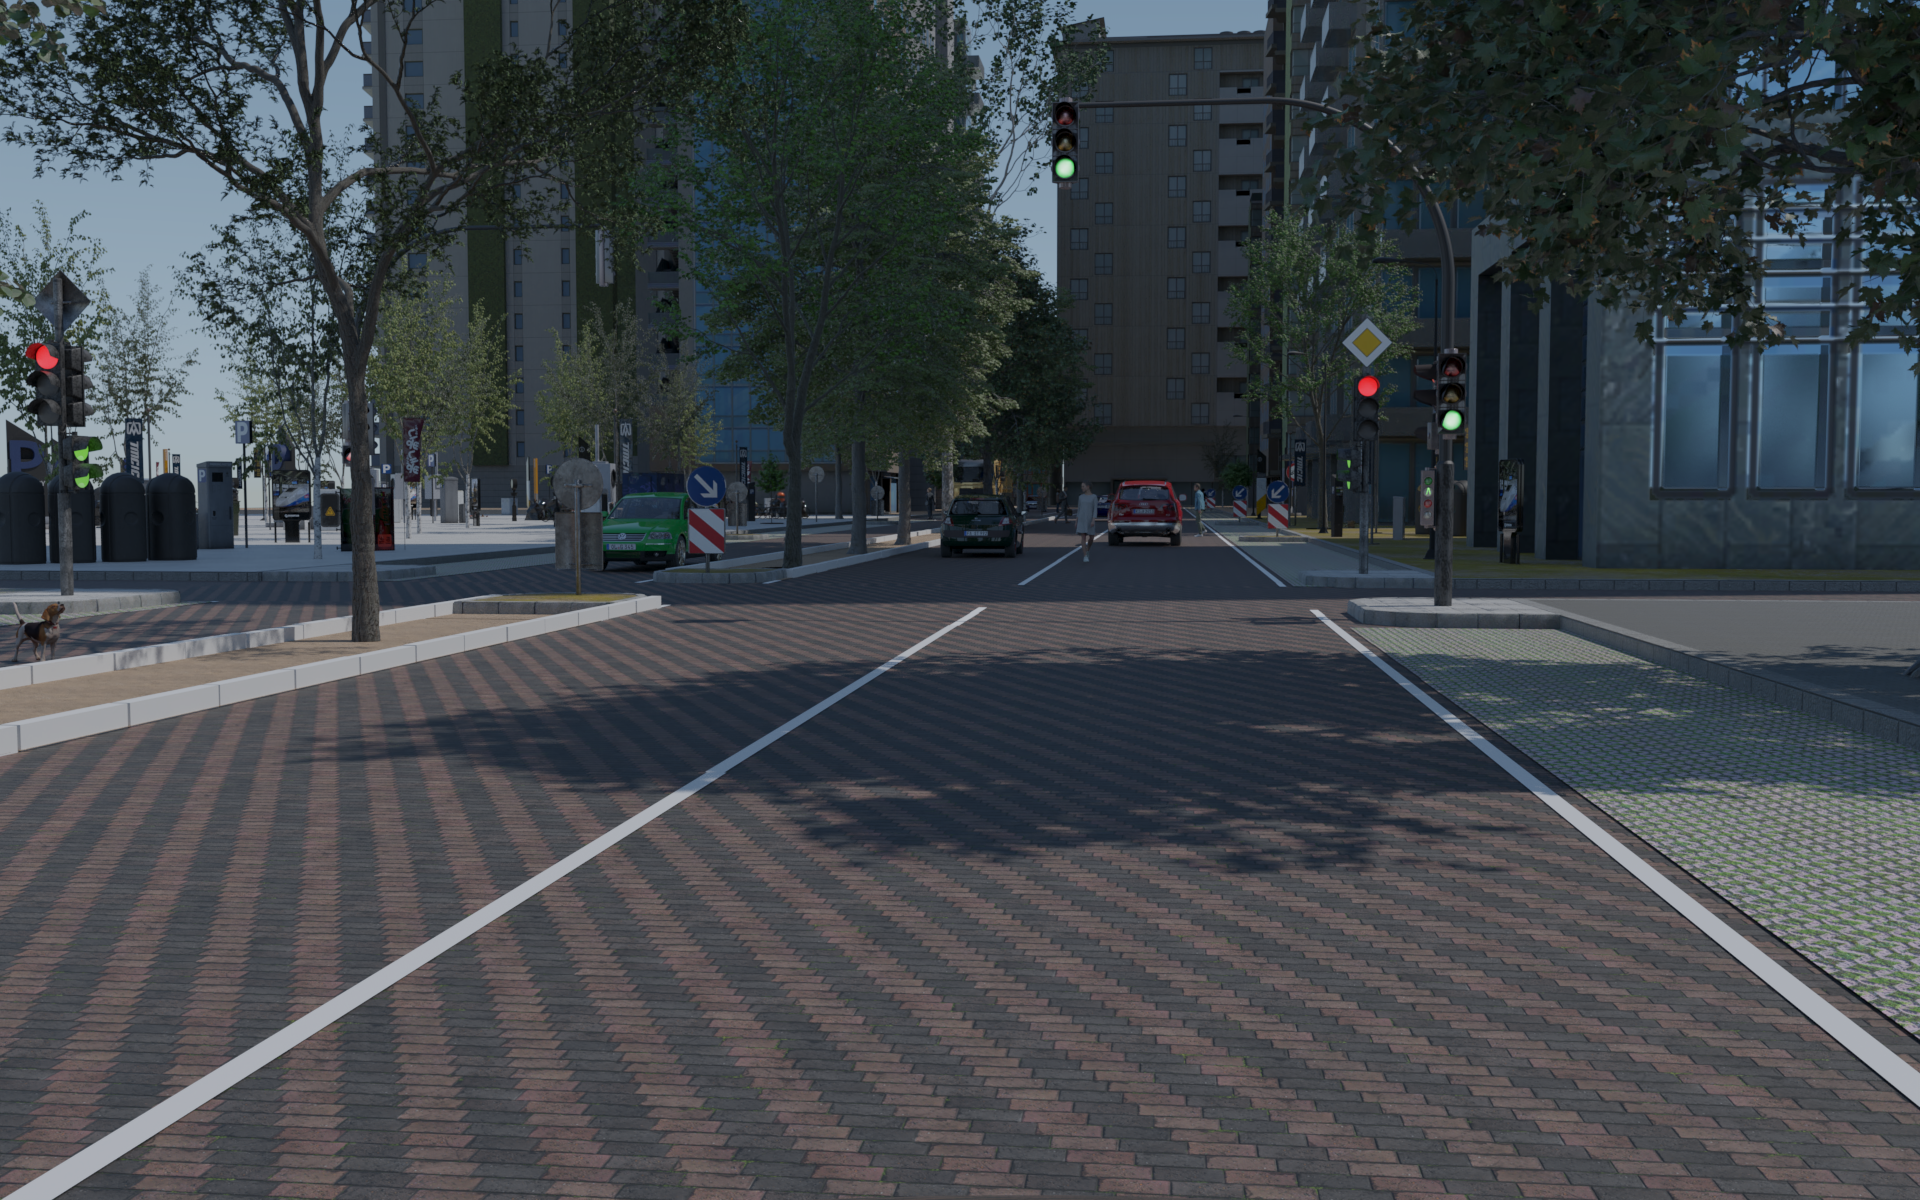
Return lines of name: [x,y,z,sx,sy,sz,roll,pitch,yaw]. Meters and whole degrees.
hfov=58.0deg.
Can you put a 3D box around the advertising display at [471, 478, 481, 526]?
advertising display: [-19.334,-3.913,69.198,0.123,1.923,0.974,-2,4,-30]

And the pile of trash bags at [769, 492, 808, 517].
pile of trash bags: [-9.704,-5.316,96.666,1.912,1.369,3.447,-1,4,-20]

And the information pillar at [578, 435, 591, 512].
information pillar: [-14.978,-4.755,69.094,0.504,3.616,0.183,0,4,-6]

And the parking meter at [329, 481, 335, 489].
parking meter: [-28.041,-4.383,77.380,0.255,1.863,0.399,-1,4,-17]

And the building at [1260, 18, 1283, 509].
building: [34.005,-30.750,152.872,14.600,45.320,14.200,0,4,7]

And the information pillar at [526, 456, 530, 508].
information pillar: [-26.836,-7.114,107.669,0.183,3.616,0.504,-2,4,-28]

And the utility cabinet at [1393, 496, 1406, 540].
utility cabinet: [12.452,-2.319,49.083,0.306,1.237,1.020,1,4,17]

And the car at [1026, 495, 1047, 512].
car: [6.024,-7.744,139.198,1.945,1.354,3.894,0,4,7]

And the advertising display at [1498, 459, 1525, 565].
advertising display: [10.143,-1.633,31.908,0.123,1.923,0.974,0,4,-3]

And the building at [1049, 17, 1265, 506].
building: [24.954,-37.357,200.025,27.495,52.752,28.713,0,4,7]

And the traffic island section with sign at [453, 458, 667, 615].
traffic island section with sign: [-4.922,-0.811,21.395,2.006,1.907,1.989,0,4,7]

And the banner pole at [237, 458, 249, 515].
banner pole: [-43.961,-7.094,105.995,0.401,3.779,0.863,1,4,19]

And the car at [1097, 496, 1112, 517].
car: [7.592,-4.892,92.558,1.945,1.354,3.894,0,4,8]

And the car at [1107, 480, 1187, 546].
car: [5.325,-2.499,49.525,2.281,1.827,5.304,0,4,8]

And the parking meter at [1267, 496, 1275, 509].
parking meter: [15.156,-4.644,84.332,0.372,1.533,0.369,0,3,0]

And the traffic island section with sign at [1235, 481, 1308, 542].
traffic island section with sign: [9.433,-2.669,52.264,1.989,1.847,2.006,0,4,7]

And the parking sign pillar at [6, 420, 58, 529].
parking sign pillar: [-33.852,-4.554,62.931,1.447,3.967,1.447,-3,4,-37]

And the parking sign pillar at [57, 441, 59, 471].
parking sign pillar: [-42.812,-5.788,83.111,1.447,3.967,1.447,-3,5,-42]

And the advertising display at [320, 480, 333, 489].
advertising display: [-30.140,-4.706,82.160,0.974,1.923,0.123,0,4,-6]

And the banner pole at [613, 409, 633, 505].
banner pole: [-9.921,-3.719,50.829,0.863,3.779,0.401,2,4,27]

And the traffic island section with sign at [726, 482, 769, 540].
traffic island section with sign: [-7.095,-2.808,54.543,1.989,1.847,2.006,0,4,7]

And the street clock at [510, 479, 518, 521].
street clock: [-20.999,-4.709,81.564,0.358,2.002,0.471,-2,4,-29]

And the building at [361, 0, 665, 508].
building: [-42.971,-38.552,172.330,28.212,58.520,21.231,0,4,7]

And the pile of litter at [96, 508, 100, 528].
pile of litter: [-32.042,-3.150,65.471,1.176,0.858,1.719,-1,4,-22]

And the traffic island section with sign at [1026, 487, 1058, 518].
traffic island section with sign: [4.845,-5.824,103.363,2.006,1.907,1.989,0,4,7]

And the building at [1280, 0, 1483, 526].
building: [27.607,-28.155,79.935,23.786,49.044,30.456,0,4,7]

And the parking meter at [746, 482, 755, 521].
parking meter: [-9.839,-4.629,81.388,0.399,1.863,0.255,-2,4,-28]

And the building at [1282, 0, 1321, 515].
building: [27.485,-26.040,109.343,14.154,41.232,14.086,0,4,7]

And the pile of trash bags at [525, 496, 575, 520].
pile of trash bags: [-19.841,-4.629,85.435,1.912,1.369,3.447,1,4,21]

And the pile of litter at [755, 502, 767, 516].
pile of litter: [-12.067,-5.343,101.316,1.719,0.858,1.176,1,4,9]

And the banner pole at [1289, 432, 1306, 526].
banner pole: [13.470,-4.859,69.469,0.863,3.779,0.401,0,4,3]

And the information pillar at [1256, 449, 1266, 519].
information pillar: [15.442,-5.961,88.814,0.504,3.616,0.183,0,4,6]

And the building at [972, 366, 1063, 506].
building: [-3.049,-21.972,204.273,28.899,21.520,27.650,0,4,7]

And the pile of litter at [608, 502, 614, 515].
pile of litter: [-19.221,-4.978,95.354,1.719,0.858,1.176,-1,4,-14]

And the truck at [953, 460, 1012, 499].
truck: [1.242,-6.331,99.432,3.469,3.379,9.791,0,4,8]

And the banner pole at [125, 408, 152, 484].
banner pole: [-23.782,-3.687,50.307,0.863,3.779,0.401,-2,4,-30]

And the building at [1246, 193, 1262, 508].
building: [34.782,-24.205,167.460,14.160,30.474,14.107,0,4,7]

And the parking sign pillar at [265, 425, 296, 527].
parking sign pillar: [-26.184,-4.808,67.089,1.447,3.967,1.447,-3,5,-43]

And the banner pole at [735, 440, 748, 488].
banner pole: [-10.202,-5.541,80.604,0.863,3.779,0.401,-3,5,-44]

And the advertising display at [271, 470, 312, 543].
advertising display: [-17.614,-2.474,45.659,0.974,1.923,0.123,-1,4,-9]

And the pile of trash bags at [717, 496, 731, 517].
pile of trash bags: [-13.470,-5.304,96.480,1.912,1.369,3.447,0,4,-1]

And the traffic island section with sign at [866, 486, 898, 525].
traffic island section with sign: [-3.895,-4.445,81.308,1.989,1.847,2.006,0,4,7]

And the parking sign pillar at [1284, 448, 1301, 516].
parking sign pillar: [19.161,-6.873,100.844,1.447,3.967,1.447,1,4,17]

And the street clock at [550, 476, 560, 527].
street clock: [-15.719,-3.850,67.526,0.358,2.002,0.471,2,4,32]

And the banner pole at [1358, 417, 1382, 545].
banner pole: [10.407,-3.318,44.272,0.401,3.779,0.863,-2,4,-25]

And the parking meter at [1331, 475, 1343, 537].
parking meter: [11.246,-2.809,51.638,0.255,1.863,0.399,0,4,-6]

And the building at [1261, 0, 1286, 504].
building: [34.418,-29.115,130.652,22.147,44.769,28.867,0,4,7]

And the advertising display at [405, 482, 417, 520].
advertising display: [-27.181,-4.914,85.555,0.123,1.923,0.974,1,4,18]

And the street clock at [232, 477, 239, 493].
street clock: [-31.528,-4.325,75.291,0.471,2.002,0.358,3,5,43]

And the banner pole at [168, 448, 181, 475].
banner pole: [-43.095,-6.418,94.959,0.401,3.779,0.863,3,4,38]

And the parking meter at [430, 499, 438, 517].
parking meter: [-30.122,-5.709,99.055,0.399,1.863,0.255,0,4,2]

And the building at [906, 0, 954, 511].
building: [-12.605,-36.173,133.434,21.231,58.520,28.212,0,4,7]

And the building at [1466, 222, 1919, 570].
building: [27.663,-44.267,36.429,31.000,86.520,22.319,0,4,7]

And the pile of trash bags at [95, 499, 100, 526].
pile of trash bags: [-35.356,-3.653,69.476,1.912,1.369,3.447,1,4,21]

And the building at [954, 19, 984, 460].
building: [-13.285,-33.533,167.871,30.456,49.044,23.786,0,4,7]

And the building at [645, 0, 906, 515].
building: [-11.382,-28.273,112.376,14.600,45.320,14.200,0,4,7]

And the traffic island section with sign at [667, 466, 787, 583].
traffic island section with sign: [-4.036,-1.261,28.749,2.006,1.907,1.989,0,4,7]
